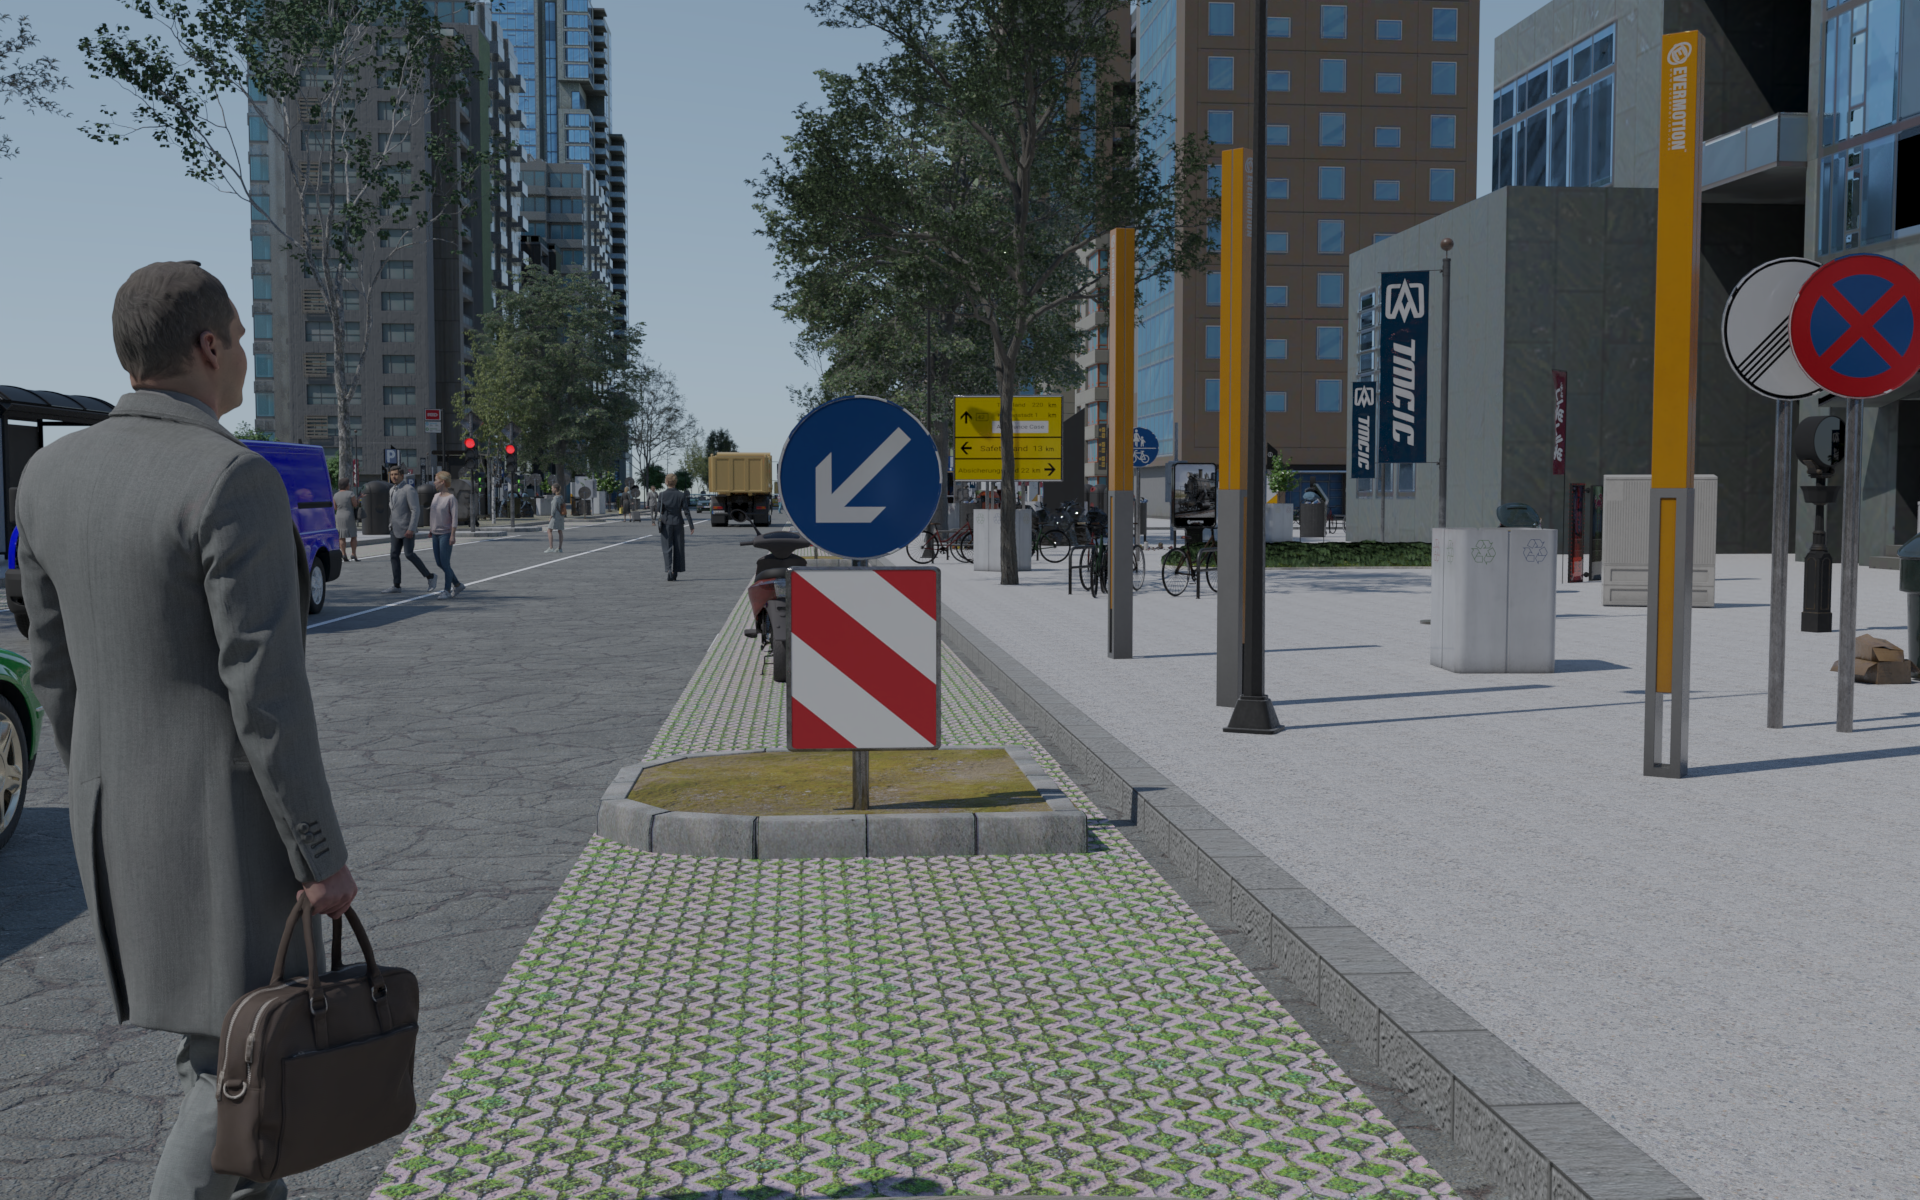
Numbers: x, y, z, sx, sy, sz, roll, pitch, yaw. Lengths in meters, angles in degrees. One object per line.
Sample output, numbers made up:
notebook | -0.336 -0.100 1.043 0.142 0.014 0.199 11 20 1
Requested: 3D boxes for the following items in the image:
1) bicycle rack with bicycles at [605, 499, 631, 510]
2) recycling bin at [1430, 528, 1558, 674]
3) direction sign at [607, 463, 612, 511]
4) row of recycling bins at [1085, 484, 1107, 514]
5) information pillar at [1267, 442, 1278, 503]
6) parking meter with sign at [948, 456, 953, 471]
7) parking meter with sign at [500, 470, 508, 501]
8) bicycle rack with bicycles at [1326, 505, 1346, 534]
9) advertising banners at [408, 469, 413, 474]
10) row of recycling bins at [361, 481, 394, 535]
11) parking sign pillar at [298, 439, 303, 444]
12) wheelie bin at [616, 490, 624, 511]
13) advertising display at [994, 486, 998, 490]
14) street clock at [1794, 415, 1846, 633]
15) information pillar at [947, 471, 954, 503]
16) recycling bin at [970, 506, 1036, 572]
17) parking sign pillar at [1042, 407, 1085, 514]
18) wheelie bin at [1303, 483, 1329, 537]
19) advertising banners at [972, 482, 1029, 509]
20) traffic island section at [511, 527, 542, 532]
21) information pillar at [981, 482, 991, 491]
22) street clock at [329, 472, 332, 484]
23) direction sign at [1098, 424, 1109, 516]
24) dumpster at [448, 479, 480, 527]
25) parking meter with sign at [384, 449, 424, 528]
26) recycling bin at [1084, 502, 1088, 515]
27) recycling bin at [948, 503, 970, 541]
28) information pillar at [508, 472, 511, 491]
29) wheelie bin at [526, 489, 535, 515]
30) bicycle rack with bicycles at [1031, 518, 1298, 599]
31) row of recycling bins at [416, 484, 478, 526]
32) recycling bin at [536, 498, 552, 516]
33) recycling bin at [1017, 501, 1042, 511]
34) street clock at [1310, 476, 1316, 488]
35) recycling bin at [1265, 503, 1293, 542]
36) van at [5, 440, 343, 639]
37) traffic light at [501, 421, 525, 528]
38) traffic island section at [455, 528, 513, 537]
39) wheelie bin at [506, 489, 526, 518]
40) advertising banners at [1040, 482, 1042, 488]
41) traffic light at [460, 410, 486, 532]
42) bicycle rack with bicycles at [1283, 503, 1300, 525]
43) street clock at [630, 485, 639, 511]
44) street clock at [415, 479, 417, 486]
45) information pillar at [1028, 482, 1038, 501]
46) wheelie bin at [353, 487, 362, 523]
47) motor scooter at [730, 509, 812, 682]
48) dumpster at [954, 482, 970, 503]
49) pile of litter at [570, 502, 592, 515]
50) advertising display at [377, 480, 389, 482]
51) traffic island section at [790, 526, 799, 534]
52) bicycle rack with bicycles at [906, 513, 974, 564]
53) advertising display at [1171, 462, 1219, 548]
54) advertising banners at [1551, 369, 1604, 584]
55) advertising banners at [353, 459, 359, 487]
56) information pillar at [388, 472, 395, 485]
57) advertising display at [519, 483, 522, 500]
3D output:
bicycle rack with bicycles | -27.307 -7.728 139.732 2.852 0.926 2.925 -2 4 -30
recycling bin | 3.900 -0.008 12.693 0.722 1.027 0.722 0 4 -1
direction sign | -25.185 -8.106 124.537 0.379 3.537 0.876 -2 4 -32
row of recycling bins | 5.426 -3.906 70.970 1.069 1.692 3.534 -3 4 -37
information pillar | 14.025 -5.295 77.920 0.504 3.616 0.183 1 4 9
parking meter with sign | -0.464 -5.145 80.387 0.543 3.016 1.738 -1 4 -13
parking meter with sign | -32.130 -7.693 122.037 0.543 3.016 1.738 -2 4 -33
bicycle rack with bicycles | 12.922 -2.576 55.495 2.852 0.926 2.925 0 4 -6
advertising banners | -39.365 -7.696 122.011 2.074 3.025 0.090 1 4 21
row of recycling bins | -18.656 -2.973 55.727 1.069 1.692 3.534 -1 4 -15
parking sign pillar | -32.178 -5.918 85.238 1.447 3.967 1.447 -1 4 -10
wheelie bin | -25.859 -7.611 132.347 0.693 1.594 0.980 -3 4 -36
advertising display | 2.407 -7.834 133.301 0.974 1.923 0.123 0 4 0
street clock | 7.969 -0.703 16.057 0.471 2.002 0.358 -1 4 -23
information pillar | -0.377 -3.160 56.161 0.304 2.012 0.304 -2 4 -27
recycling bin | 0.712 -1.002 28.930 0.722 1.027 0.722 3 5 40
parking sign pillar | 3.227 -4.010 54.037 1.447 3.967 1.447 0 4 0
wheelie bin | 10.594 -2.672 51.596 0.693 1.594 0.980 1 4 20
advertising banners | 1.408 -3.722 57.040 2.074 3.025 0.090 1 4 18
traffic island section | -17.147 -2.694 66.331 2.009 0.180 2.903 0 4 -5
information pillar | 1.068 -4.721 68.548 0.504 3.616 0.183 3 4 39
street clock | -20.864 -3.207 56.997 0.358 2.002 0.471 1 4 10
direction sign | 4.756 -3.896 55.690 0.379 3.537 0.876 -3 4 -39
dumpster | -19.424 -3.765 67.315 1.264 1.857 1.865 0 4 -5
parking meter with sign | -21.420 -4.317 66.848 1.738 3.016 0.543 2 4 33
recycling bin | 3.796 -2.707 56.808 0.722 1.027 0.722 1 4 9
recycling bin | 0.104 -2.137 47.499 0.722 1.027 0.722 2 4 30
information pillar | -29.190 -7.429 112.816 0.504 3.616 0.183 1 4 13
wheelie bin | -26.833 -6.112 107.837 0.693 1.594 0.980 2 4 29
bicycle rack with bicycles | 2.417 -0.546 22.310 2.852 0.926 2.925 2 4 32
row of recycling bins | -20.897 -3.874 70.456 1.069 1.692 3.534 1 4 18
recycling bin | -24.608 -5.497 102.429 0.722 1.027 0.722 -2 4 -31
recycling bin | 2.525 -2.846 59.081 0.722 1.027 0.722 3 5 41
street clock | 14.482 -4.072 71.147 0.358 2.002 0.471 1 4 12
recycling bin | 8.414 -2.065 46.314 0.722 1.027 0.722 -2 4 -27
van | -8.469 -0.892 18.965 2.240 2.365 5.245 0 4 -4
traffic light | -17.106 -4.727 66.200 0.839 4.253 0.868 0 4 -5
traffic island section | -16.432 -2.208 58.378 2.009 0.180 2.903 0 4 -5
wheelie bin | -23.612 -5.123 91.664 0.693 1.594 0.980 -2 4 -33
advertising banners | 3.091 -4.762 74.054 0.090 3.025 2.074 -3 4 -37
traffic light | -16.391 -4.240 58.247 0.839 4.253 0.868 0 4 -5
bicycle rack with bicycles | 12.944 -3.521 70.953 2.925 0.926 2.852 2 4 27
street clock | -25.699 -8.126 137.432 0.471 2.002 0.358 -2 4 -24
street clock | -23.185 -4.193 73.121 0.471 2.002 0.358 1 4 19
information pillar | 2.809 -4.636 67.149 0.504 3.616 0.183 -3 5 -41
wheelie bin | -27.102 -4.286 77.986 0.980 1.594 0.693 2 4 35
motor scooter | -1.418 -0.063 13.807 0.815 1.314 1.986 0 4 -6
dumpster | -0.234 -4.049 71.957 1.264 1.857 1.865 0 4 -5
pile of litter | -22.936 -5.520 104.212 1.719 0.858 1.176 -1 4 -11
advertising display | -27.094 -4.667 81.525 0.123 1.923 0.974 1 4 20
traffic island section | -5.602 -2.757 67.360 2.009 0.180 2.903 0 4 -5
bicycle rack with bicycles | 0.634 -1.168 32.477 2.925 0.926 2.852 1 4 10
advertising display | 4.793 -1.852 35.491 0.974 1.923 0.123 -1 4 -18
advertising banners | 8.951 -1.766 25.062 0.090 3.025 2.074 3 5 41
advertising banners | -29.314 -5.453 85.341 2.074 3.025 0.090 3 4 37
information pillar | -18.995 -3.279 58.106 0.304 2.012 0.304 -1 4 -18
advertising display | -25.985 -5.905 101.766 0.123 1.923 0.974 1 4 9
